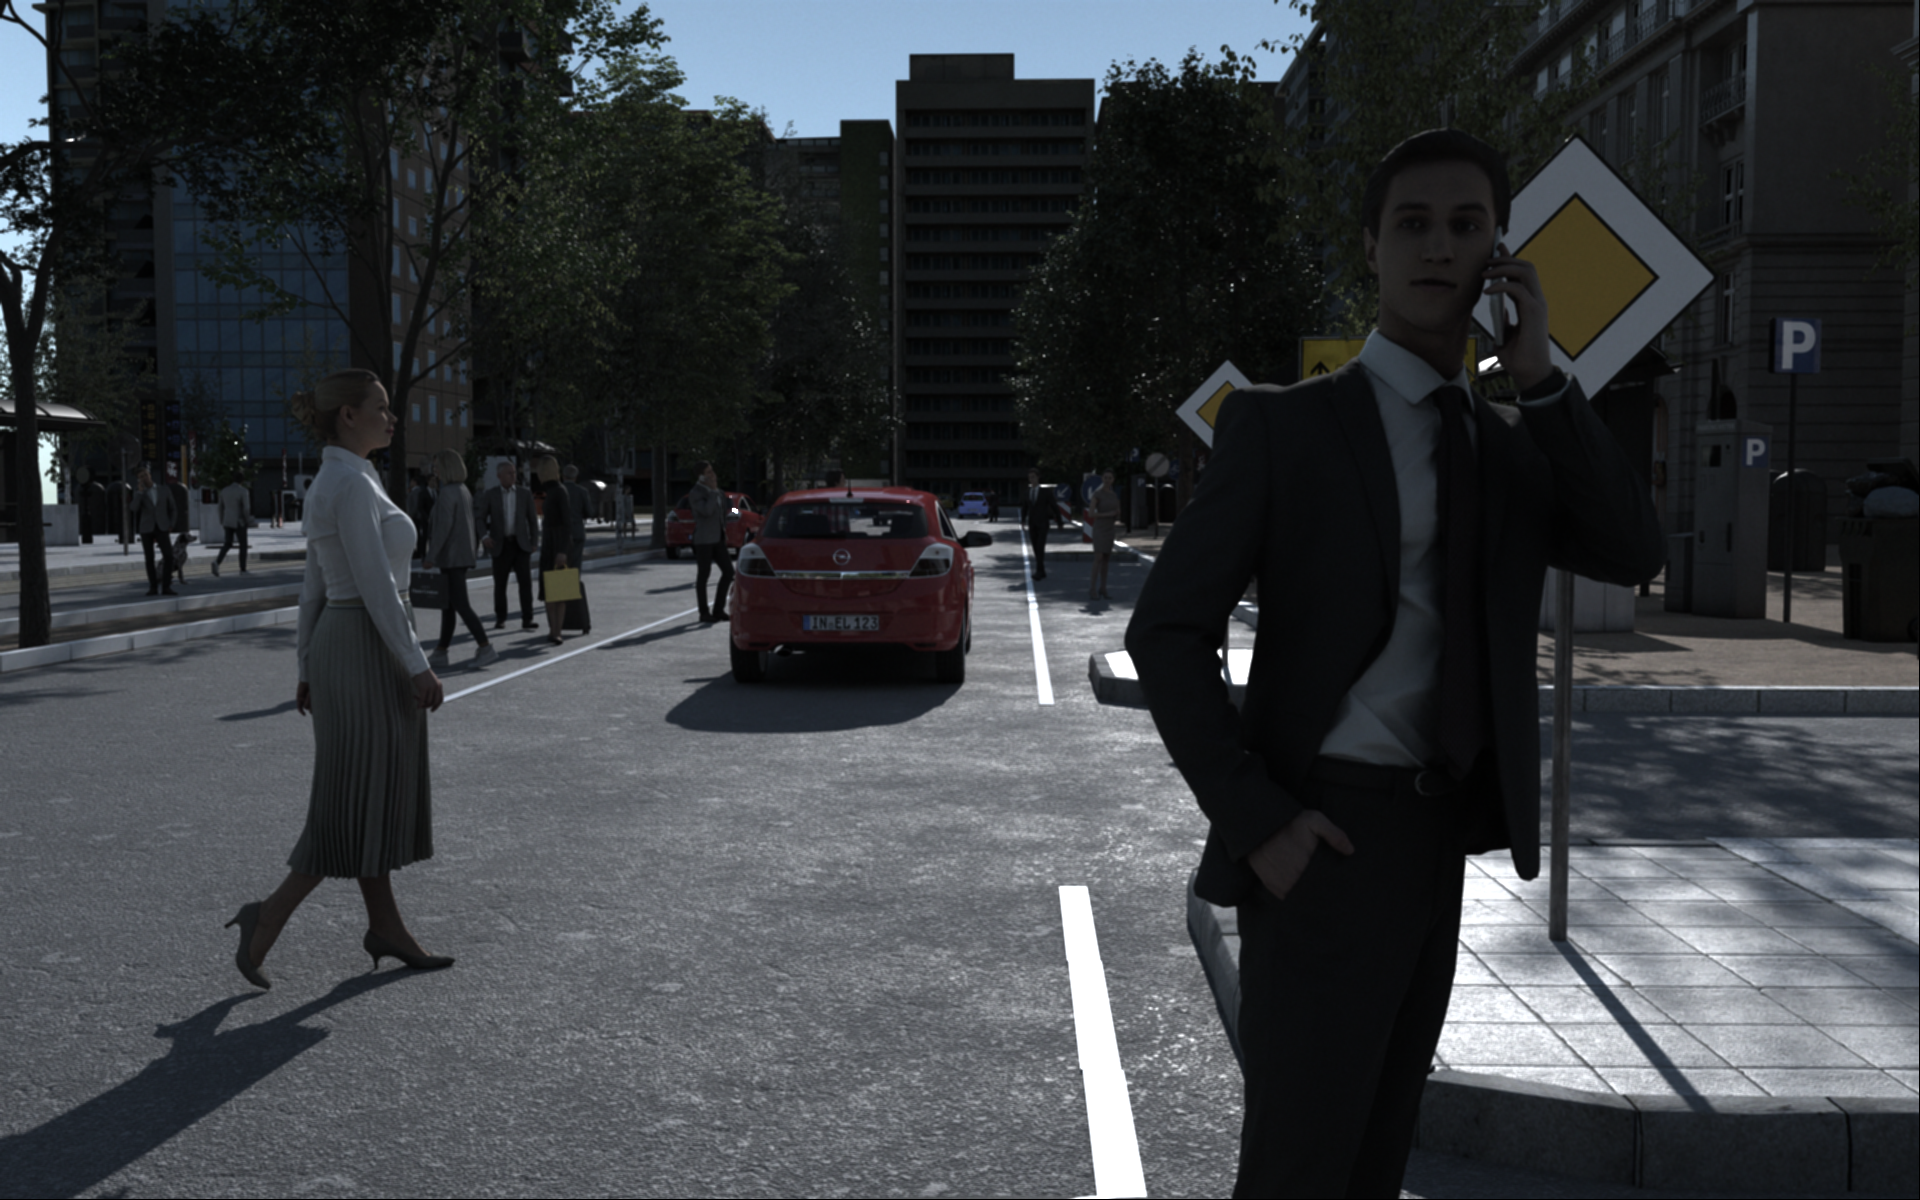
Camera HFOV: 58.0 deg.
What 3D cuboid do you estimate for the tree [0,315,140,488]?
[{"bbox_3d":[-37.524,-7.564,74.033,4.737,8.622,4.395,0,3,0],"label":"tree"}]

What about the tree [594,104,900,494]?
[{"bbox_3d":[-6.957,-8.667,54.527,12.009,13.543,11.850,0,3,0],"label":"tree"}]

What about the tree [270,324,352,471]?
[{"bbox_3d":[-27.479,-7.604,74.685,4.360,8.622,3.978,0,3,0],"label":"tree"}]

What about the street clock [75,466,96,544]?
[{"bbox_3d":[-22.538,-2.453,44.671,0.471,2.002,0.358,1,4,15],"label":"street clock"}]

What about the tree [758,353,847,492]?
[{"bbox_3d":[-6.974,-7.370,73.311,4.360,8.622,3.978,0,3,0],"label":"tree"}]

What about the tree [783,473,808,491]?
[{"bbox_3d":[-13.550,-8.912,140.316,1.663,3.219,1.824,0,3,0],"label":"tree"}]

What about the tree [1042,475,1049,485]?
[{"bbox_3d":[9.389,-10.948,162.718,4.285,4.588,4.351,0,3,0],"label":"tree"}]

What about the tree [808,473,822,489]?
[{"bbox_3d":[-13.543,-10.190,161.200,1.663,3.219,1.824,0,3,0],"label":"tree"}]

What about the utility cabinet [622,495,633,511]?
[{"bbox_3d":[-16.636,-4.566,85.818,0.306,1.237,1.020,2,4,29],"label":"utility cabinet"}]

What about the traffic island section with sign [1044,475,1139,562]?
[{"bbox_3d":[2.825,-1.770,37.570,1.989,1.847,2.006,0,4,2],"label":"traffic island section with sign"}]

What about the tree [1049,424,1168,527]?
[{"bbox_3d":[6.675,-5.182,68.447,4.285,4.588,4.351,0,3,0],"label":"tree"}]

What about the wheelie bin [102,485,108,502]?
[{"bbox_3d":[-30.946,-3.359,62.833,0.980,1.594,0.693,0,4,7],"label":"wheelie bin"}]

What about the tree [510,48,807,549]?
[{"bbox_3d":[-7.868,-7.594,44.751,7.486,12.596,7.792,0,3,0],"label":"tree"}]

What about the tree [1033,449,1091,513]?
[{"bbox_3d":[8.266,-12.293,119.120,7.486,12.596,7.792,0,3,0],"label":"tree"}]

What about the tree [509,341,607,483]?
[{"bbox_3d":[-17.830,-7.800,77.892,4.737,8.622,4.395,0,3,0],"label":"tree"}]

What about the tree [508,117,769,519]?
[{"bbox_3d":[-16.364,-14.183,87.773,12.611,20.169,13.585,0,3,0],"label":"tree"}]

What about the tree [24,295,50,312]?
[{"bbox_3d":[-34.792,-6.988,64.614,4.737,8.622,4.395,0,3,0],"label":"tree"}]

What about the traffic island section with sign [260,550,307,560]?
[{"bbox_3d":[-14.134,-1.820,38.383,1.989,1.847,2.006,0,4,2],"label":"traffic island section with sign"}]

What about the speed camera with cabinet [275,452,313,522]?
[{"bbox_3d":[-31.211,-5.303,81.047,0.660,3.252,2.038,2,4,24],"label":"speed camera with cabinet"}]

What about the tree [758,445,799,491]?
[{"bbox_3d":[-13.758,-11.195,133.403,4.737,8.622,4.395,0,3,0],"label":"tree"}]

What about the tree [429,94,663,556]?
[{"bbox_3d":[-7.966,-4.828,31.765,4.360,8.622,3.978,0,3,0],"label":"tree"}]

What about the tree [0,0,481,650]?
[{"bbox_3d":[-8.224,-4.809,15.501,8.767,10.594,7.601,0,4,2],"label":"tree"}]

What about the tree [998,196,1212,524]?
[{"bbox_3d":[6.577,-10.312,75.250,9.857,13.997,8.962,0,3,0],"label":"tree"}]

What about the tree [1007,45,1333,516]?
[{"bbox_3d":[5.772,-7.812,44.732,9.611,12.733,9.660,0,3,0],"label":"tree"}]

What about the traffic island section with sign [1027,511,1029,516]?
[{"bbox_3d":[5.341,-6.487,114.685,1.989,1.847,2.006,0,4,2],"label":"traffic island section with sign"}]

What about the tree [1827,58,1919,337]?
[{"bbox_3d":[15.002,-4.577,25.190,4.737,8.622,4.395,0,3,0],"label":"tree"}]

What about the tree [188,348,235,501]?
[{"bbox_3d":[-37.843,-8.272,85.607,4.360,8.622,3.978,0,3,0],"label":"tree"}]

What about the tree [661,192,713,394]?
[{"bbox_3d":[-7.650,-5.262,38.849,4.360,8.622,3.978,0,3,0],"label":"tree"}]

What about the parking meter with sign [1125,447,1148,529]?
[{"bbox_3d":[6.553,-4.126,63.713,0.543,3.016,1.738,-1,4,-9],"label":"parking meter with sign"}]

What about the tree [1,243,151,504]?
[{"bbox_3d":[-25.176,-6.038,49.081,4.360,8.622,3.978,0,3,0],"label":"tree"}]

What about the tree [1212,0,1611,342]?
[{"bbox_3d":[4.791,-4.156,18.319,4.737,8.622,4.395,0,3,0],"label":"tree"}]

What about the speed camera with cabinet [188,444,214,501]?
[{"bbox_3d":[-30.420,-4.526,68.333,2.038,3.252,0.660,2,4,25],"label":"speed camera with cabinet"}]

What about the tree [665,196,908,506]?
[{"bbox_3d":[-6.910,-8.942,65.671,9.611,12.733,9.660,0,3,0],"label":"tree"}]

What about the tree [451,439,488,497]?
[{"bbox_3d":[-16.853,-3.973,59.554,1.663,3.219,1.824,0,3,0],"label":"tree"}]

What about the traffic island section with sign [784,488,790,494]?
[{"bbox_3d":[-11.603,-6.541,115.574,1.989,1.847,2.006,0,4,2],"label":"traffic island section with sign"}]

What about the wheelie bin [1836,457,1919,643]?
[{"bbox_3d":[8.105,-0.441,15.126,0.693,1.594,0.980,0,4,-2],"label":"wheelie bin"}]

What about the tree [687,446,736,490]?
[{"bbox_3d":[-14.929,-7.368,104.173,4.285,4.588,4.351,0,3,0],"label":"tree"}]

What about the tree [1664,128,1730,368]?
[{"bbox_3d":[12.964,-5.128,34.200,4.737,8.622,4.395,0,3,0],"label":"tree"}]

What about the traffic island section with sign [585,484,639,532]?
[{"bbox_3d":[-13.243,-3.481,65.544,1.989,1.847,2.006,0,4,2],"label":"traffic island section with sign"}]

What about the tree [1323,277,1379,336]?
[{"bbox_3d":[13.119,-6.580,57.952,4.360,8.622,3.978,0,3,0],"label":"tree"}]

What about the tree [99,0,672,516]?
[{"bbox_3d":[-7.974,-5.880,24.356,9.928,11.665,9.643,0,3,0],"label":"tree"}]

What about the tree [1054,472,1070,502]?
[{"bbox_3d":[7.746,-10.831,127.453,4.737,8.622,4.395,0,3,0],"label":"tree"}]

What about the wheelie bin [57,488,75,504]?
[{"bbox_3d":[-31.264,-3.231,60.734,0.693,1.594,0.980,-2,4,-28],"label":"wheelie bin"}]

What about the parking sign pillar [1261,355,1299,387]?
[{"bbox_3d":[5.783,-2.568,30.456,1.447,3.967,1.447,2,4,34],"label":"parking sign pillar"}]

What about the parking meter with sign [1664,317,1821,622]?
[{"bbox_3d":[8.050,-1.332,18.032,0.543,3.016,1.738,-1,4,-16],"label":"parking meter with sign"}]

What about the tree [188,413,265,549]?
[{"bbox_3d":[-17.309,-2.849,41.188,1.663,3.219,1.824,0,3,0],"label":"tree"}]
